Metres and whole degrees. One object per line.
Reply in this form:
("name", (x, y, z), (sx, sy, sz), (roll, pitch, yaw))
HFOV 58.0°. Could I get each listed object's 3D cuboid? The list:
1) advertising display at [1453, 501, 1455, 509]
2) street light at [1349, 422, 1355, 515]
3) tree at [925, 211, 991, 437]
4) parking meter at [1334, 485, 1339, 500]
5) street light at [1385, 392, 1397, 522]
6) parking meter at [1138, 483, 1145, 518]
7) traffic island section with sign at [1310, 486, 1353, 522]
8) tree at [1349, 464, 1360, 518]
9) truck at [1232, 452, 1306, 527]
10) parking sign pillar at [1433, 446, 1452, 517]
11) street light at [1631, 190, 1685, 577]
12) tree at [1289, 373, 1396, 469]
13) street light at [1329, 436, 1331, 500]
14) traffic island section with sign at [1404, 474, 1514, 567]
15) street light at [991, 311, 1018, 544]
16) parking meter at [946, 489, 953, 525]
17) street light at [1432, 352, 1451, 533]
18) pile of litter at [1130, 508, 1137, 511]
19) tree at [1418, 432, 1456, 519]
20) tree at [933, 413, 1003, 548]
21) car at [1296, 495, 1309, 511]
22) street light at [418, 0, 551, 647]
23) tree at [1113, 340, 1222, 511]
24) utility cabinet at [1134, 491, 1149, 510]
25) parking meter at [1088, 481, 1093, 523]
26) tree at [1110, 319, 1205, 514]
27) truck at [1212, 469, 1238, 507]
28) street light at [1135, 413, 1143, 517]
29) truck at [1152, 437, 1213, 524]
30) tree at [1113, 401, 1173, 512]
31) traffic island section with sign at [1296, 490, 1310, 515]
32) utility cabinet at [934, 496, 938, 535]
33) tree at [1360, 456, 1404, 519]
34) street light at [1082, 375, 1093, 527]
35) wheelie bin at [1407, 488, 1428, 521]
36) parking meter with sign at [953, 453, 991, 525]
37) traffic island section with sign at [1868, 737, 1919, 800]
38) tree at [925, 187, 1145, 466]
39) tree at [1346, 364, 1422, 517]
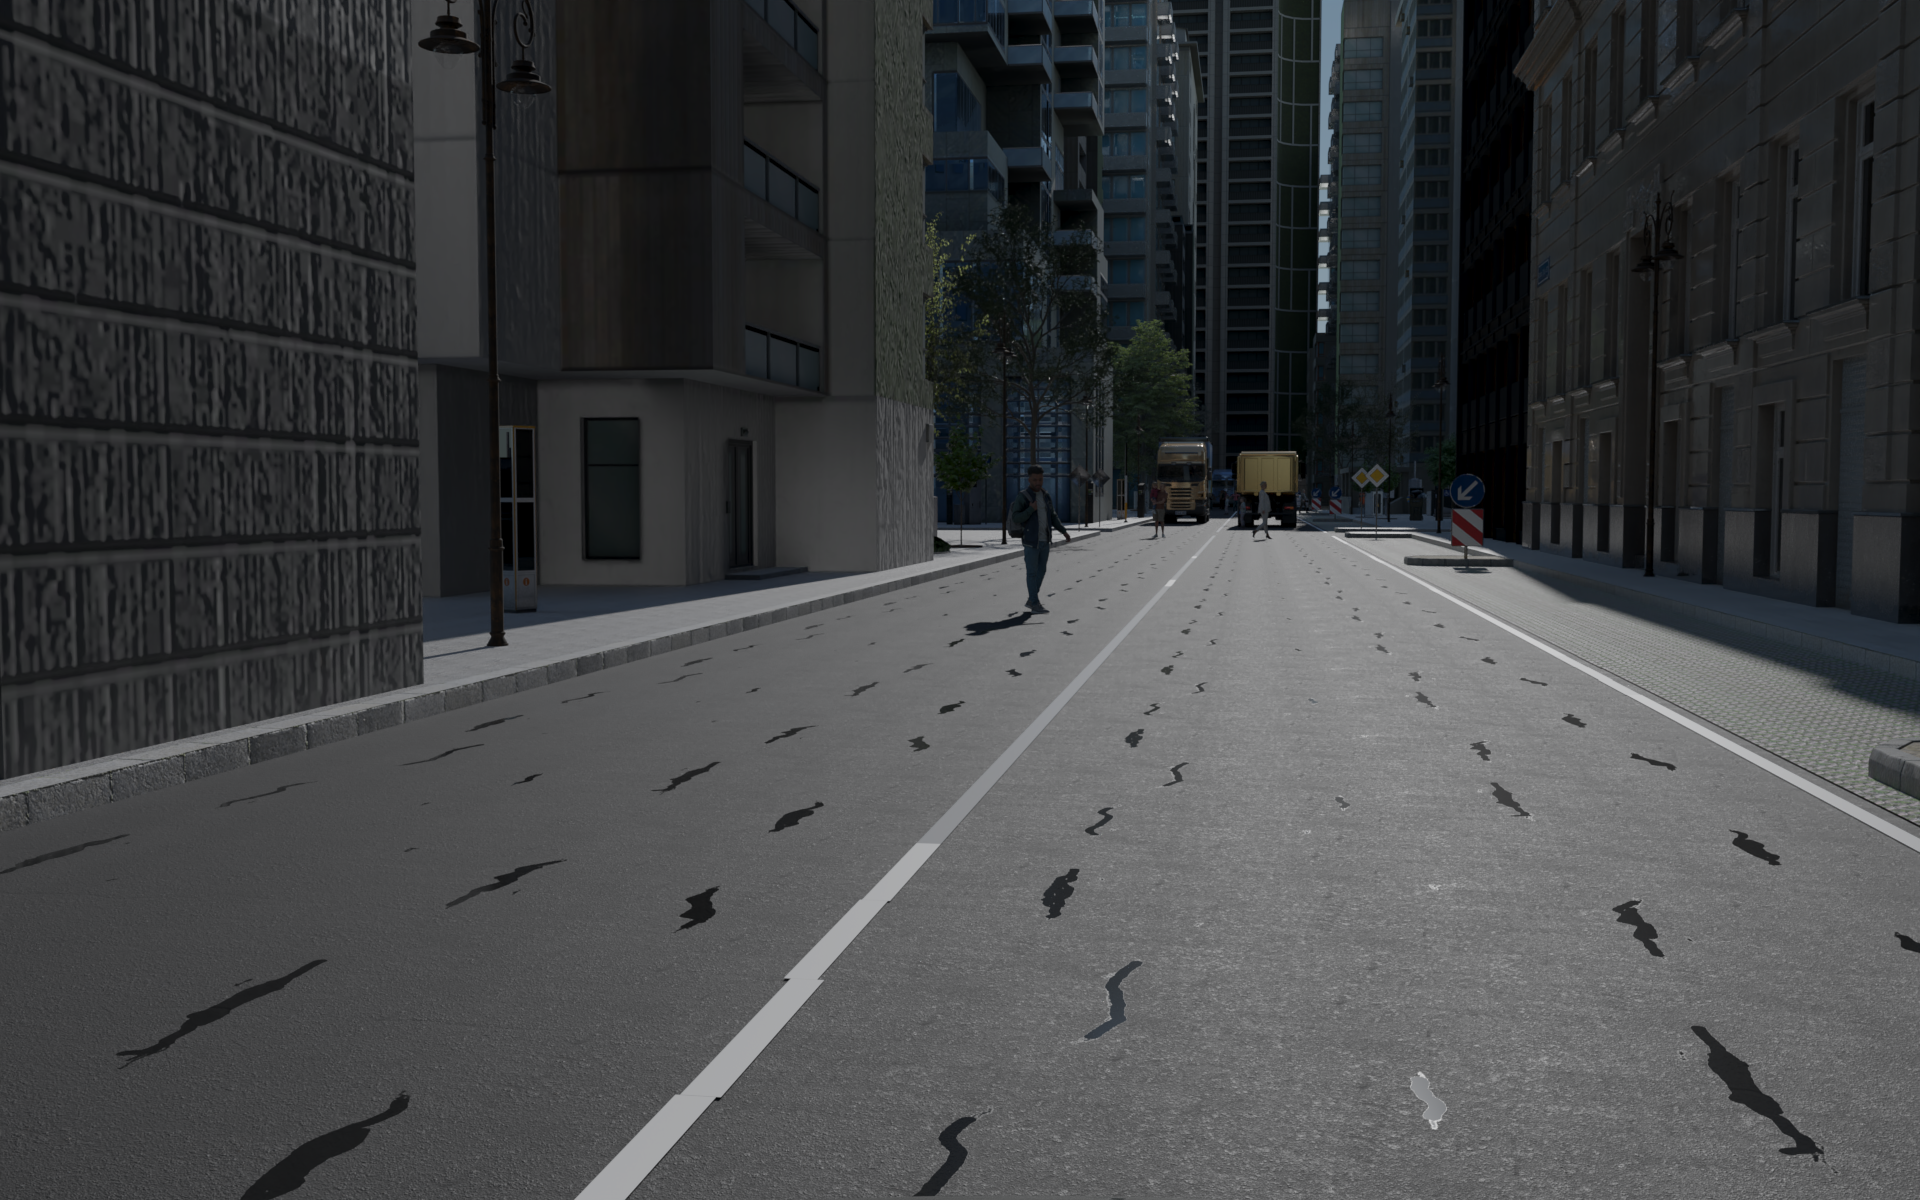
("advertising display", (22.257, -4.352, 76.368), (0.974, 1.923, 0.123), (2, 4, 33))
("street light", (24.570, -8.298, 108.456), (0.468, 5.910, 1.993), (1, 4, 10))
("tree", (-1.234, -5.846, 45.951), (4.360, 8.622, 3.978), (0, 3, 0))
("parking meter", (25.112, -6.712, 115.451), (0.255, 1.863, 0.399), (0, 4, 5))
("street light", (19.577, -6.490, 78.902), (0.468, 5.910, 1.993), (1, 4, 10))
("parking meter", (9.756, -5.348, 93.155), (0.255, 1.863, 0.399), (1, 4, 23))
("traffic island section with sign", (19.234, -4.940, 89.389), (1.989, 1.847, 2.006), (1, 4, 10))
("tree", (22.244, -6.118, 94.636), (1.663, 3.219, 1.824), (0, 3, 0))
("truck", (13.877, -5.020, 77.996), (3.469, 3.379, 9.791), (1, 4, 10))
("parking sign pillar", (27.003, -6.575, 95.968), (1.447, 3.967, 1.447), (1, 4, 21))
("street light", (10.709, -3.299, 26.729), (0.468, 5.910, 1.993), (1, 4, 10))
("tree", (29.469, -12.093, 132.131), (8.767, 10.594, 7.601), (0, 4, 6))
("street light", (29.584, -10.132, 138.439), (0.468, 5.910, 1.993), (1, 4, 10))
("traffic island section with sign", (10.028, -1.610, 34.952), (1.989, 1.847, 2.006), (1, 4, 10))
("street light", (1.128, -4.353, 43.963), (0.468, 5.910, 1.993), (1, 4, 10))
("parking meter", (-0.431, -4.088, 72.543), (0.255, 1.863, 0.399), (0, 4, 3))
("street light", (15.662, -5.118, 56.464), (0.468, 5.910, 1.993), (1, 4, 10))
("pile of litter", (13.429, -7.058, 129.357), (1.176, 0.858, 1.719), (-1, 4, -21))
("tree", (25.762, -6.553, 90.848), (4.285, 4.588, 4.351), (0, 3, 0))
("tree", (-0.068, -2.881, 41.701), (1.663, 3.219, 1.824), (0, 3, 0))
("car", (29.557, -8.525, 151.750), (2.083, 1.381, 4.827), (0, 4, 8))
("street light", (-3.912, -2.550, 14.475), (0.468, 5.910, 1.993), (1, 4, 10))
("tree", (15.082, -13.719, 134.672), (12.009, 13.543, 11.850), (0, 3, 0))
("utility cabinet", (14.046, -7.671, 134.092), (1.173, 1.500, 0.318), (-1, 4, -21))
("parking meter", (5.689, -4.280, 75.684), (0.255, 1.863, 0.399), (0, 4, 1))
("tree", (11.971, -11.873, 112.244), (7.486, 12.596, 7.792), (0, 3, 0))
("truck", (29.968, -12.555, 195.033), (2.967, 4.110, 18.799), (1, 4, 11))
("street light", (9.947, -7.564, 96.461), (0.468, 5.910, 1.993), (1, 4, 10))
("truck", (11.391, -6.038, 87.629), (2.839, 4.237, 11.283), (1, 4, 10))
("tree", (12.932, -10.473, 121.598), (4.360, 8.622, 3.978), (0, 3, 0))
("traffic island section with sign", (23.767, -6.580, 116.208), (1.989, 1.847, 2.006), (1, 4, 10))
("utility cabinet", (-1.161, -2.342, 49.450), (1.020, 1.237, 0.306), (-1, 4, -21))
("tree", (21.626, -5.723, 88.176), (1.663, 3.219, 1.824), (0, 3, 0))
("street light", (4.901, -5.761, 66.974), (0.468, 5.910, 1.993), (1, 4, 10))
("wheelie bin", (22.023, -4.621, 83.456), (0.980, 1.594, 0.693), (1, 4, 17))
("parking meter with sign", (0.493, -4.661, 72.461), (1.738, 3.016, 0.543), (-3, 5, -43))
("traffic island section with sign", (5.487, 0.033, 8.091), (1.989, 1.847, 2.006), (1, 4, 10))
("tree", (2.066, -7.277, 53.393), (7.601, 10.594, 8.767), (0, 4, -6))
("tree", (24.022, -9.071, 98.681), (4.360, 8.622, 3.978), (0, 3, 0))
